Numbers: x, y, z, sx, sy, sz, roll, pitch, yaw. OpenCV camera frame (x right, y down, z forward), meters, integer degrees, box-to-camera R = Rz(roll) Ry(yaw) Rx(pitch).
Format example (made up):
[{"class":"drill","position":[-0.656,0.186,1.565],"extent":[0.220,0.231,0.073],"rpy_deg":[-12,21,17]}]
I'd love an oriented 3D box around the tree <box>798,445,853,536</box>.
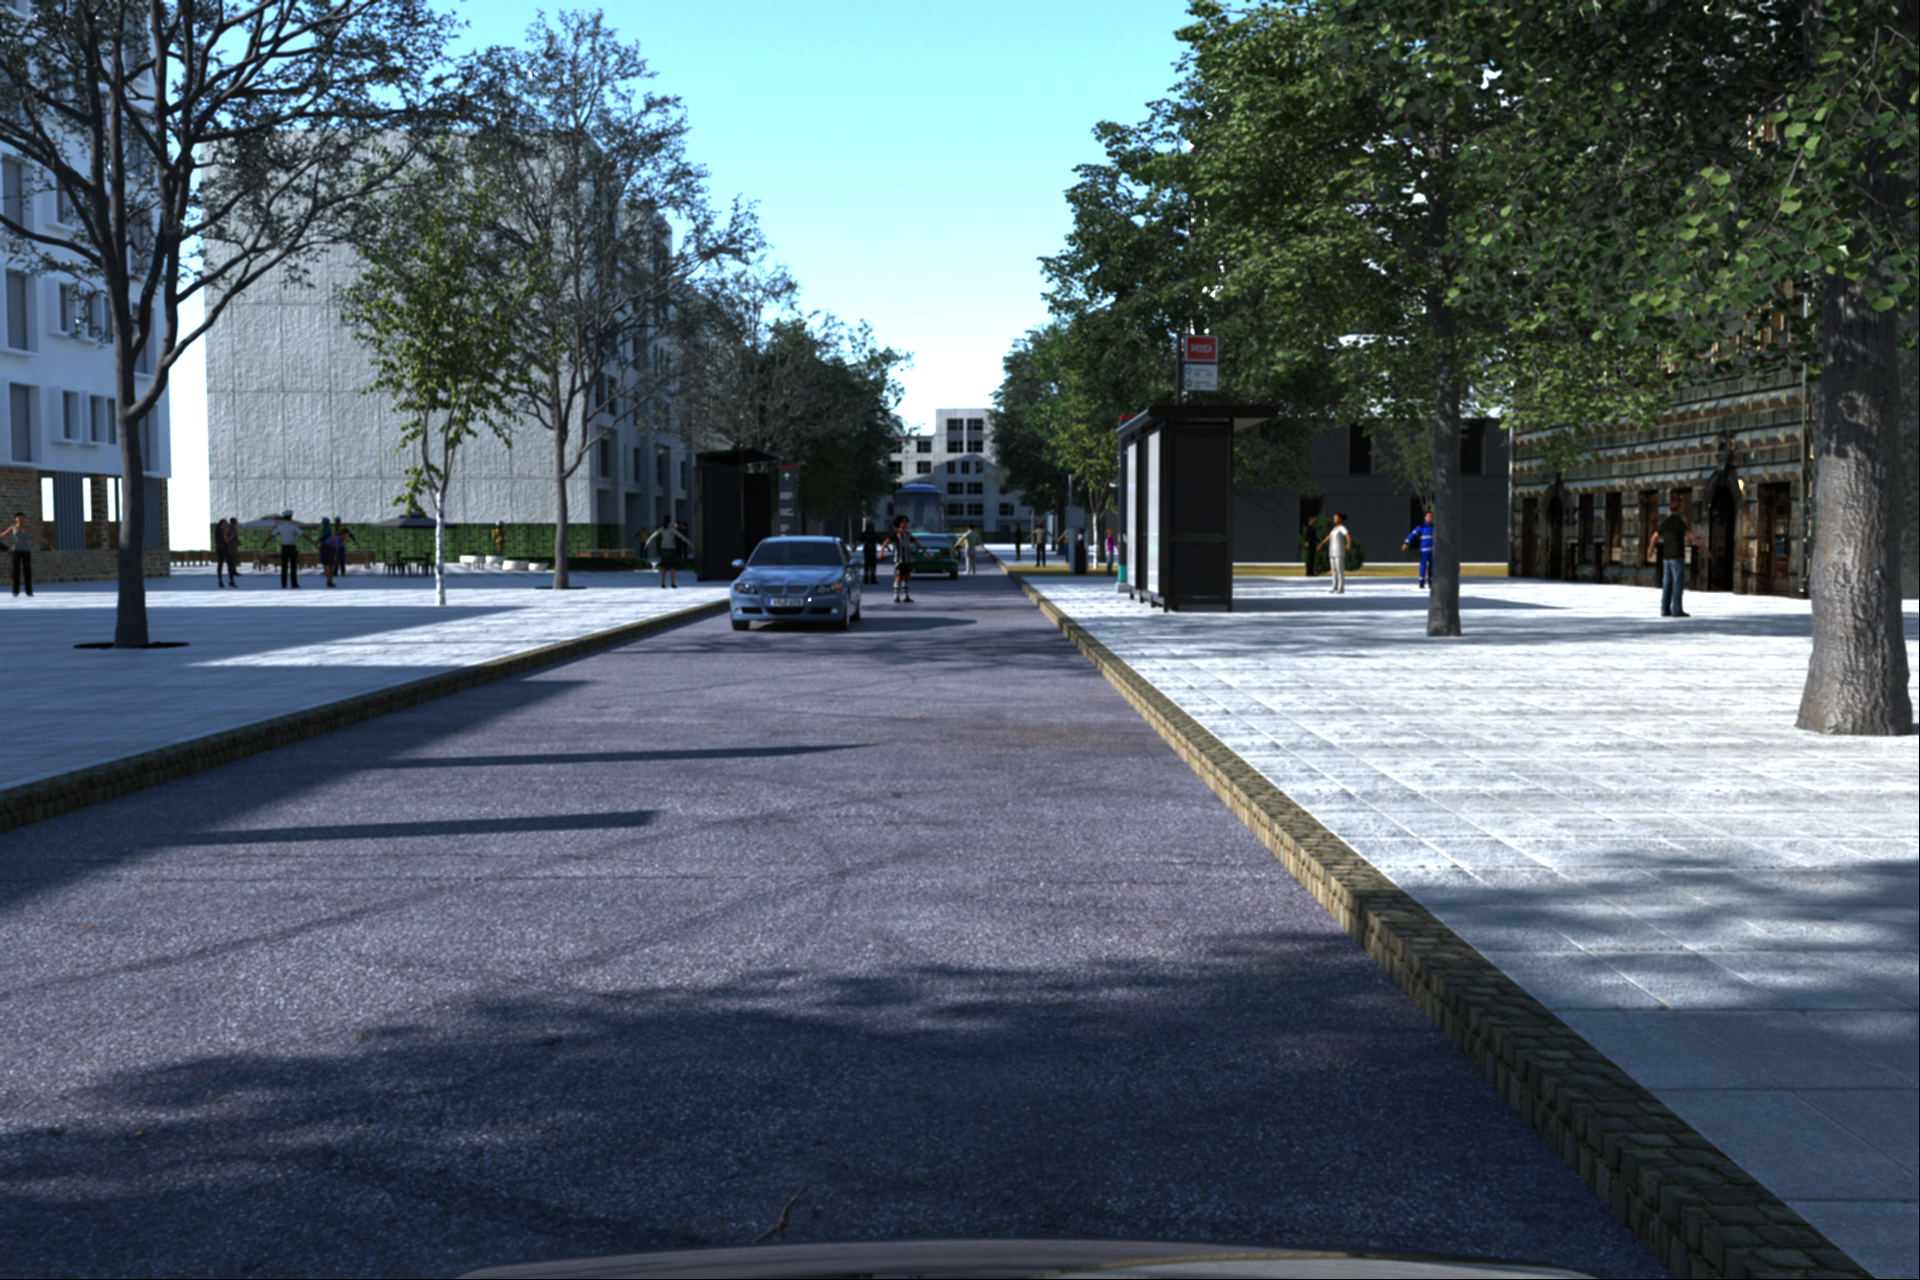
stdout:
[{"class":"tree","position":[-8.995,-9.863,111.618],"extent":[4.737,8.622,4.395],"rpy_deg":[0,3,0]}]

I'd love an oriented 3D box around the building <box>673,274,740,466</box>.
[{"class":"building","position":[-25.882,-17.782,121.672],"extent":[19.493,23.208,18.063],"rpy_deg":[0,4,0]}]

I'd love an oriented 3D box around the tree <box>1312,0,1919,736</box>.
[{"class":"tree","position":[5.872,-6.368,10.778],"extent":[9.857,13.997,8.962],"rpy_deg":[0,3,0]}]

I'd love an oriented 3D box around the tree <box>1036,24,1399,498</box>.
[{"class":"tree","position":[6.714,-8.483,45.349],"extent":[9.857,13.997,8.962],"rpy_deg":[0,3,0]}]

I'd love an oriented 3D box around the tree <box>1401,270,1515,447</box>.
[{"class":"tree","position":[20.640,-9.198,60.755],"extent":[12.009,13.543,11.850],"rpy_deg":[0,3,0]}]

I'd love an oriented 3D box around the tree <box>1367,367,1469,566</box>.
[{"class":"tree","position":[19.319,-7.342,70.396],"extent":[4.360,8.622,3.978],"rpy_deg":[0,3,0]}]

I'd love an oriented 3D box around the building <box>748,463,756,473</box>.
[{"class":"building","position":[-25.794,-14.838,184.743],"extent":[9.099,9.664,28.070],"rpy_deg":[0,4,0]}]

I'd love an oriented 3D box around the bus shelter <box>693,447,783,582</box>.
[{"class":"bus shelter","position":[-6.306,-3.581,49.824],"extent":[1.731,3.624,6.357],"rpy_deg":[0,4,1]}]

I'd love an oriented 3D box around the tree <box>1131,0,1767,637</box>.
[{"class":"tree","position":[5.865,-6.345,21.868],"extent":[7.486,12.596,7.792],"rpy_deg":[0,3,0]}]

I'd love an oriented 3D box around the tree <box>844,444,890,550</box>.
[{"class":"tree","position":[-9.249,-12.711,142.238],"extent":[7.601,10.594,8.767],"rpy_deg":[-2,4,-27]}]

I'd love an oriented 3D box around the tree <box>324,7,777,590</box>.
[{"class":"tree","position":[-9.146,-7.926,39.968],"extent":[12.009,13.543,11.850],"rpy_deg":[0,3,0]}]

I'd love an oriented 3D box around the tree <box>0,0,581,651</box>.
[{"class":"tree","position":[-9.228,-6.658,19.220],"extent":[12.009,13.543,11.850],"rpy_deg":[0,3,0]}]

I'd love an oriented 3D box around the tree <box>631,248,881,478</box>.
[{"class":"tree","position":[-8.578,-9.994,73.772],"extent":[12.009,13.543,11.850],"rpy_deg":[0,3,0]}]

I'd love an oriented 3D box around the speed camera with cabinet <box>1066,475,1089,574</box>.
[{"class":"speed camera with cabinet","position":[3.874,-3.838,57.084],"extent":[0.660,3.252,2.038],"rpy_deg":[0,4,-1]}]

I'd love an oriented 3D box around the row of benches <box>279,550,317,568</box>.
[{"class":"row of benches","position":[-25.384,-3.110,66.312],"extent":[1.422,0.672,4.104],"rpy_deg":[-2,4,-31]}]

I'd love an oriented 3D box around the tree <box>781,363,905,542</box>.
[{"class":"tree","position":[-8.747,-13.440,126.394],"extent":[9.857,13.997,8.962],"rpy_deg":[0,3,0]}]

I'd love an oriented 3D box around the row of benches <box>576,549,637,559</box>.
[{"class":"row of benches","position":[-14.397,-3.395,70.968],"extent":[1.422,0.672,4.104],"rpy_deg":[1,4,17]}]

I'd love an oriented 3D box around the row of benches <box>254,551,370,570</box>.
[{"class":"row of benches","position":[-23.654,-2.909,63.018],"extent":[4.104,0.672,1.422],"rpy_deg":[0,4,-8]}]

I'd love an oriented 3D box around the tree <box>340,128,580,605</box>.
[{"class":"tree","position":[-9.231,-4.940,31.128],"extent":[4.737,8.622,4.395],"rpy_deg":[0,3,0]}]

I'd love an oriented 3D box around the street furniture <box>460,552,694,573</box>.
[{"class":"street furniture","position":[-13.042,-2.785,61.165],"extent":[10.072,0.657,5.734],"rpy_deg":[3,4,37]}]

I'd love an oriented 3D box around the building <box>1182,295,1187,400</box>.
[{"class":"building","position":[21.687,-16.658,128.781],"extent":[16.016,20.090,11.380],"rpy_deg":[0,4,0]}]

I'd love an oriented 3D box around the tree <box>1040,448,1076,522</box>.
[{"class":"tree","position":[7.178,-10.502,122.066],"extent":[4.737,8.622,4.395],"rpy_deg":[0,3,0]}]

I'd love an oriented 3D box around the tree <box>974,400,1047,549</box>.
[{"class":"tree","position":[6.260,-14.616,149.333],"extent":[12.009,13.543,11.850],"rpy_deg":[0,3,0]}]

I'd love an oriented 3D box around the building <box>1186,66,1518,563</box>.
[{"class":"building","position":[25.669,-15.193,92.378],"extent":[27.936,21.610,32.646],"rpy_deg":[0,4,0]}]

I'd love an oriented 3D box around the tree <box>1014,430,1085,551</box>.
[{"class":"tree","position":[7.198,-12.473,129.683],"extent":[9.928,11.665,9.643],"rpy_deg":[0,3,0]}]

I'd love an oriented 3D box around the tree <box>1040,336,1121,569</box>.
[{"class":"tree","position":[5.015,-6.926,63.607],"extent":[4.737,8.622,4.395],"rpy_deg":[0,3,0]}]

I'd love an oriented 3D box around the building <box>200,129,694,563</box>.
[{"class":"building","position":[-24.849,-13.778,91.730],"extent":[16.747,18.905,31.486],"rpy_deg":[0,4,0]}]

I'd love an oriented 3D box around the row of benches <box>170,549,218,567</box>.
[{"class":"row of benches","position":[-31.014,-3.304,69.482],"extent":[1.422,0.672,4.104],"rpy_deg":[0,4,5]}]

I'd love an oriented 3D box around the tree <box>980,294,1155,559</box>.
[{"class":"tree","position":[6.145,-10.901,88.594],"extent":[12.009,13.543,11.850],"rpy_deg":[0,3,0]}]

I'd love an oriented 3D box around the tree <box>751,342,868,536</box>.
[{"class":"tree","position":[-9.187,-11.172,100.783],"extent":[7.486,12.596,7.792],"rpy_deg":[0,3,0]}]

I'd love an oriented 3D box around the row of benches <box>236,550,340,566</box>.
[{"class":"row of benches","position":[-26.914,-3.294,69.317],"extent":[4.104,0.672,1.422],"rpy_deg":[-1,4,-14]}]

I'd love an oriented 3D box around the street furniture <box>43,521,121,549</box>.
[{"class":"street furniture","position":[-32.447,-3.100,57.538],"extent":[11.010,1.723,9.812],"rpy_deg":[3,5,40]}]

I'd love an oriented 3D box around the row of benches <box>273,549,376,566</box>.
[{"class":"row of benches","position":[-26.103,-3.424,71.437],"extent":[4.104,0.672,1.422],"rpy_deg":[-1,4,-14]}]

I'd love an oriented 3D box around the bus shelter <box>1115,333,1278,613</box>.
[{"class":"bus shelter","position":[4.126,-3.349,32.392],"extent":[2.179,5.291,8.768],"rpy_deg":[0,3,0]}]

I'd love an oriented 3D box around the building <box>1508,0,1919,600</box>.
[{"class":"building","position":[25.700,-12.919,42.158],"extent":[19.493,23.208,18.063],"rpy_deg":[0,4,0]}]

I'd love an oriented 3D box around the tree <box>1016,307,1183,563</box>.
[{"class":"tree","position":[6.385,-9.305,77.888],"extent":[9.928,11.665,9.643],"rpy_deg":[0,3,0]}]

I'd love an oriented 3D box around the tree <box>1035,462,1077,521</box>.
[{"class":"tree","position":[6.556,-10.107,115.609],"extent":[4.360,8.622,3.978],"rpy_deg":[0,3,0]}]

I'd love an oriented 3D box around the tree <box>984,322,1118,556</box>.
[{"class":"tree","position":[6.168,-12.036,103.437],"extent":[9.857,13.997,8.962],"rpy_deg":[0,3,0]}]

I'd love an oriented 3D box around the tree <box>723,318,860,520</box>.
[{"class":"tree","position":[-9.097,-10.561,90.807],"extent":[7.486,12.596,7.792],"rpy_deg":[0,3,0]}]

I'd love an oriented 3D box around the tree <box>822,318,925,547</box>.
[{"class":"tree","position":[-9.357,-18.282,154.801],"extent":[12.611,20.169,13.585],"rpy_deg":[0,3,0]}]
